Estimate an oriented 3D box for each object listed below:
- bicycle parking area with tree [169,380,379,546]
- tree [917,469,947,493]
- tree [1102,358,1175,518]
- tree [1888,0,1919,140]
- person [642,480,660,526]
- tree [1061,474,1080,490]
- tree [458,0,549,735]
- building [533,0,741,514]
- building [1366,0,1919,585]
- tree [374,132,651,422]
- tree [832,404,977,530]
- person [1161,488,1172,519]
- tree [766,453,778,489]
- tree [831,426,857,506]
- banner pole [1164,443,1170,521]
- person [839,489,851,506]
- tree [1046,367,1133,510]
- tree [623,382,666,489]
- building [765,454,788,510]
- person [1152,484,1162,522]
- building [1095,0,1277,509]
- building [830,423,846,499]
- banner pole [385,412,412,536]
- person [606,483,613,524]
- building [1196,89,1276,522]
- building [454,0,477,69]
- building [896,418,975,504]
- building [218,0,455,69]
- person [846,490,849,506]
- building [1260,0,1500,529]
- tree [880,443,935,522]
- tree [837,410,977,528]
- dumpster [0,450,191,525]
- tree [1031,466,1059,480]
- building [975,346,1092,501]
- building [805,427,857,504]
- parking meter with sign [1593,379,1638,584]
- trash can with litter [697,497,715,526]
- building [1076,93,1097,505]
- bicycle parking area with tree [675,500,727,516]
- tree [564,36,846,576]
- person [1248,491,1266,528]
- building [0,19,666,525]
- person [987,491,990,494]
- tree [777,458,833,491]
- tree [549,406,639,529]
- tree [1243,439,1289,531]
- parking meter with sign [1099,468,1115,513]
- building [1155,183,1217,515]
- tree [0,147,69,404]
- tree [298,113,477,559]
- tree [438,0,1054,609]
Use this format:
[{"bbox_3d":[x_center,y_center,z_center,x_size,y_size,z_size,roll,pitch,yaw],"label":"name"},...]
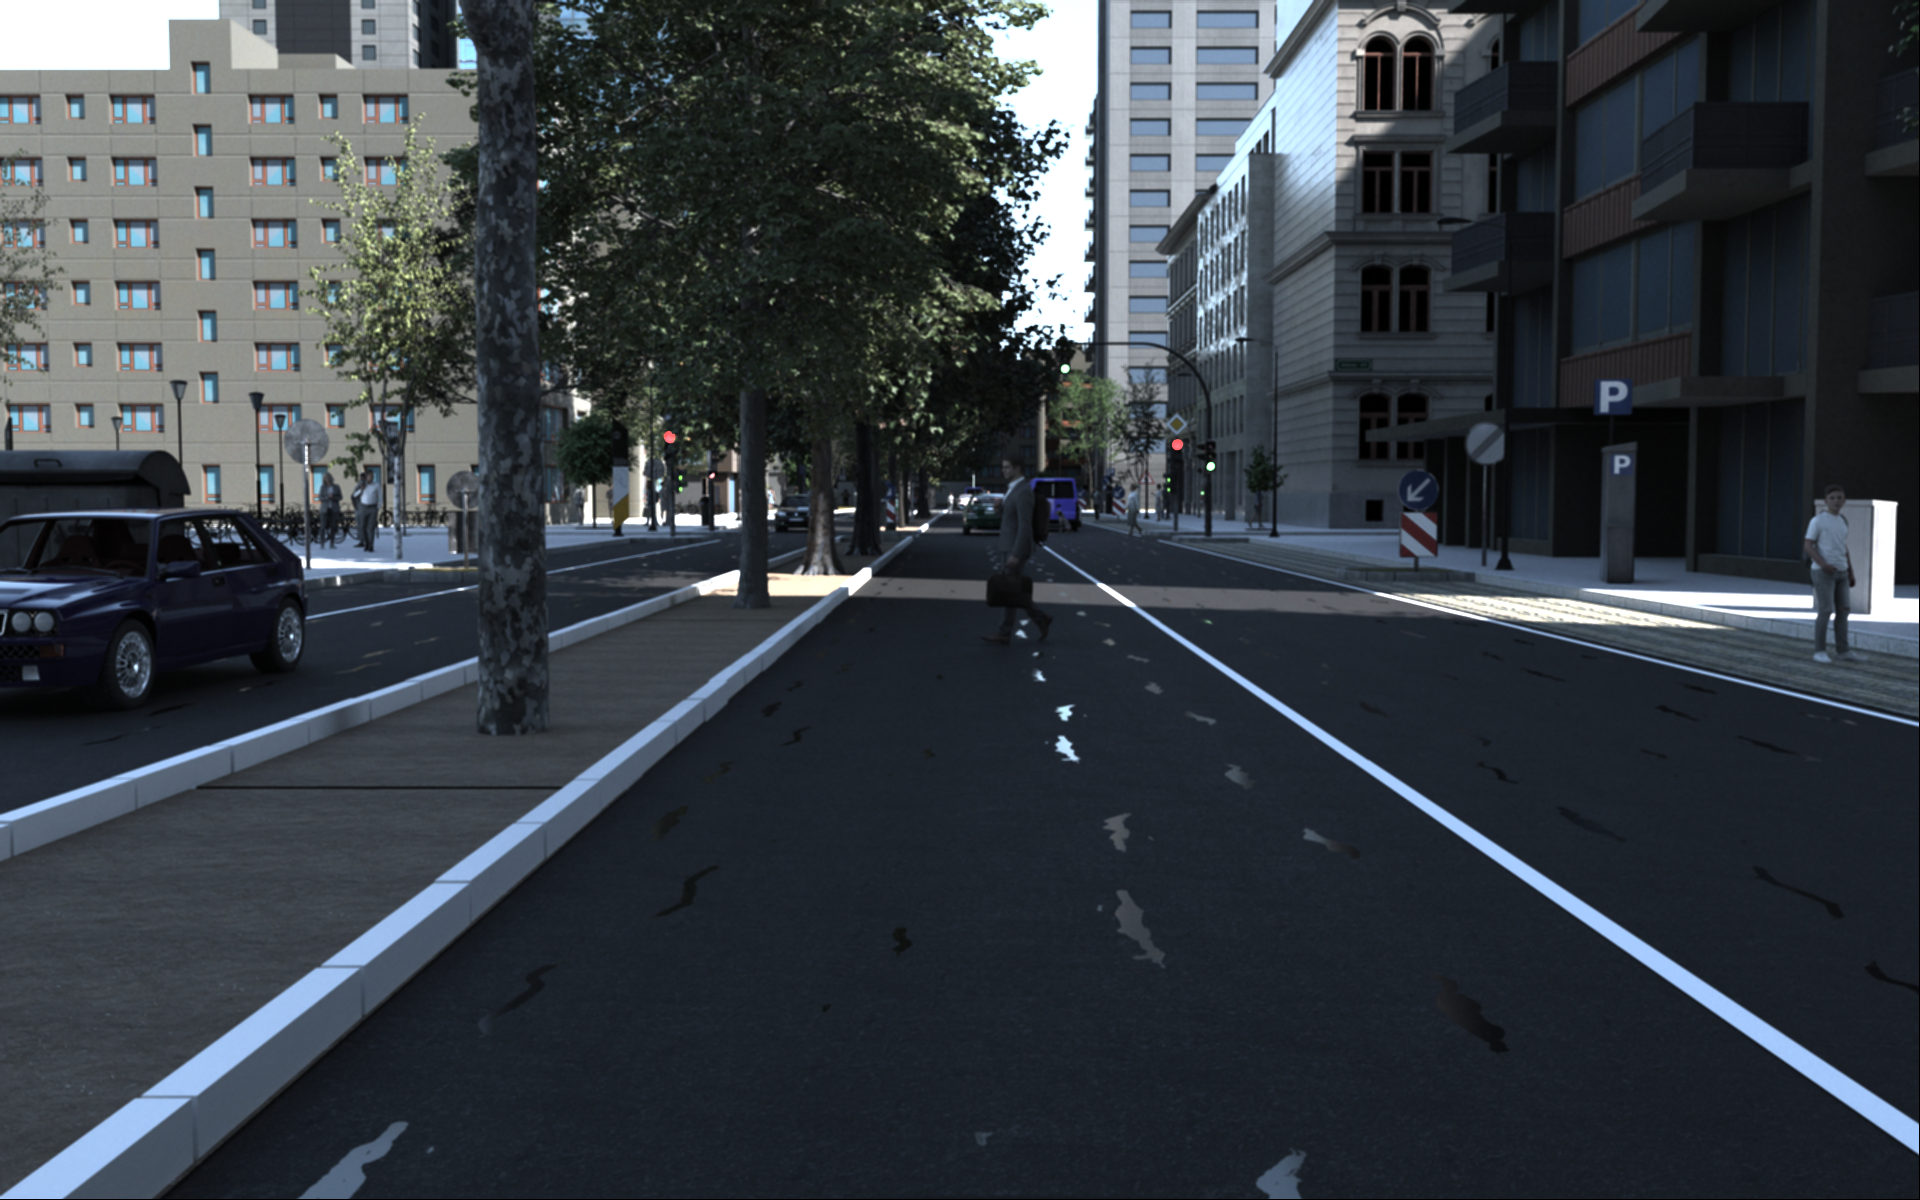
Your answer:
[{"bbox_3d":[-19.942,-3.636,46.445,9.016,4.147,8.231,1,4,12],"label":"bicycle parking area with tree"},{"bbox_3d":[-2.511,-10.129,118.430,4.737,8.622,4.395,0,3,0],"label":"tree"},{"bbox_3d":[9.718,-8.801,94.264,4.360,8.622,3.978,0,3,0],"label":"tree"},{"bbox_3d":[9.855,-5.340,13.061,9.928,11.665,9.643,0,3,0],"label":"tree"},{"bbox_3d":[-12.063,-3.759,67.479,0.713,1.824,0.794,0,4,-3],"label":"person"},{"bbox_3d":[10.572,-10.749,170.350,1.663,3.219,1.824,0,3,0],"label":"tree"},{"bbox_3d":[-3.898,-9.316,10.671,12.611,20.169,13.585,0,3,0],"label":"tree"},{"bbox_3d":[-21.486,-28.554,116.973,14.600,45.320,14.200,0,4,0],"label":"building"},{"bbox_3d":[21.650,-23.041,31.351,22.147,44.769,28.867,0,4,0],"label":"building"},{"bbox_3d":[-11.664,-6.794,45.497,7.601,10.594,8.767,0,4,-7],"label":"tree"},{"bbox_3d":[-2.424,-8.269,63.405,9.928,11.665,9.643,0,3,0],"label":"tree"},{"bbox_3d":[10.674,-5.080,89.271,0.590,1.801,0.661,2,4,34],"label":"person"},{"bbox_3d":[-10.560,-8.548,90.116,4.737,8.622,4.395,0,3,0],"label":"tree"},{"bbox_3d":[-10.742,-14.092,180.773,4.360,8.622,3.978,0,3,0],"label":"tree"},{"bbox_3d":[10.066,-5.739,83.856,0.401,3.779,0.863,0,4,-8],"label":"banner pole"},{"bbox_3d":[-12.277,-10.929,184.824,1.348,1.812,0.705,-2,4,-25],"label":"person"},{"bbox_3d":[10.652,-13.262,142.597,9.928,11.665,9.643,0,3,0],"label":"tree"},{"bbox_3d":[-14.121,-8.110,82.958,4.737,8.622,4.395,0,3,0],"label":"tree"},{"bbox_3d":[-25.307,-32.433,149.880,23.786,49.044,30.456,0,4,0],"label":"building"},{"bbox_3d":[9.191,-4.545,80.928,0.524,1.755,0.480,0,4,-1],"label":"person"},{"bbox_3d":[23.260,-37.903,161.715,21.231,58.520,28.212,0,4,0],"label":"building"},{"bbox_3d":[-20.413,-26.228,200.520,14.107,30.474,14.160,0,4,0],"label":"building"},{"bbox_3d":[-17.116,-3.833,52.686,0.401,3.779,0.863,2,4,32],"label":"banner pole"},{"bbox_3d":[-14.878,-4.157,74.351,0.599,1.781,0.374,1,4,16],"label":"person"},{"bbox_3d":[18.074,-14.138,85.901,10.420,20.320,16.860,0,4,0],"label":"building"},{"bbox_3d":[-43.329,-53.995,195.493,31.000,86.520,22.319,0,4,0],"label":"building"},{"bbox_3d":[-5.100,-33.282,227.751,14.086,41.232,14.154,0,4,0],"label":"building"},{"bbox_3d":[-69.132,-46.381,196.583,20.611,71.187,20.563,0,4,0],"label":"building"},{"bbox_3d":[-12.182,-11.062,187.592,1.217,1.739,0.721,3,5,44],"label":"person"},{"bbox_3d":[24.709,-17.222,68.972,23.554,28.519,14.401,0,4,0],"label":"building"},{"bbox_3d":[-2.821,-8.590,93.265,4.360,8.622,3.978,0,3,0],"label":"tree"},{"bbox_3d":[-2.401,-8.282,72.285,8.767,10.594,7.601,0,4,0],"label":"tree"},{"bbox_3d":[-8.698,-0.538,17.013,1.865,1.857,1.264,0,3,0],"label":"dumpster"},{"bbox_3d":[10.188,-13.644,206.799,4.285,4.588,4.351,0,3,0],"label":"tree"},{"bbox_3d":[16.420,-23.894,235.710,28.899,21.520,27.650,0,4,0],"label":"building"},{"bbox_3d":[-19.573,-33.333,228.591,14.086,41.232,14.154,0,4,0],"label":"building"},{"bbox_3d":[9.667,-1.787,25.475,0.543,3.016,1.738,1,4,15],"label":"parking meter with sign"},{"bbox_3d":[-10.267,-3.593,70.132,0.624,1.170,1.055,0,4,-2],"label":"trash can with litter"},{"bbox_3d":[25.213,-35.008,191.992,23.786,49.044,30.456,0,4,0],"label":"building"},{"bbox_3d":[-18.097,-7.260,105.707,9.016,4.147,8.231,1,4,9],"label":"bicycle parking area with tree"},{"bbox_3d":[-2.455,-6.783,30.373,9.611,12.733,9.660,0,3,0],"label":"tree"},{"bbox_3d":[11.346,-3.671,66.091,0.654,1.822,0.581,3,4,39],"label":"person"},{"bbox_3d":[-30.763,-14.686,85.159,27.650,21.520,28.899,0,4,0],"label":"building"},{"bbox_3d":[2.277,-7.864,138.003,0.530,1.710,0.541,-1,4,-16],"label":"person"},{"bbox_3d":[-11.065,-8.968,130.339,4.285,4.588,4.351,0,3,0],"label":"tree"},{"bbox_3d":[-13.653,-4.920,64.155,4.285,4.588,4.351,0,3,0],"label":"tree"},{"bbox_3d":[10.568,-4.070,61.145,1.663,3.219,1.824,0,3,0],"label":"tree"},{"bbox_3d":[9.758,-7.298,115.577,0.543,3.016,1.738,2,4,26],"label":"parking meter with sign"},{"bbox_3d":[18.354,-16.155,115.036,10.553,20.767,40.483,0,4,0],"label":"building"},{"bbox_3d":[-20.090,-5.178,35.022,4.360,8.622,3.978,0,3,0],"label":"tree"},{"bbox_3d":[-11.124,-5.134,34.299,4.737,8.622,4.395,0,3,0],"label":"tree"},{"bbox_3d":[-2.694,-6.187,21.745,7.486,12.596,7.792,0,3,0],"label":"tree"}]
